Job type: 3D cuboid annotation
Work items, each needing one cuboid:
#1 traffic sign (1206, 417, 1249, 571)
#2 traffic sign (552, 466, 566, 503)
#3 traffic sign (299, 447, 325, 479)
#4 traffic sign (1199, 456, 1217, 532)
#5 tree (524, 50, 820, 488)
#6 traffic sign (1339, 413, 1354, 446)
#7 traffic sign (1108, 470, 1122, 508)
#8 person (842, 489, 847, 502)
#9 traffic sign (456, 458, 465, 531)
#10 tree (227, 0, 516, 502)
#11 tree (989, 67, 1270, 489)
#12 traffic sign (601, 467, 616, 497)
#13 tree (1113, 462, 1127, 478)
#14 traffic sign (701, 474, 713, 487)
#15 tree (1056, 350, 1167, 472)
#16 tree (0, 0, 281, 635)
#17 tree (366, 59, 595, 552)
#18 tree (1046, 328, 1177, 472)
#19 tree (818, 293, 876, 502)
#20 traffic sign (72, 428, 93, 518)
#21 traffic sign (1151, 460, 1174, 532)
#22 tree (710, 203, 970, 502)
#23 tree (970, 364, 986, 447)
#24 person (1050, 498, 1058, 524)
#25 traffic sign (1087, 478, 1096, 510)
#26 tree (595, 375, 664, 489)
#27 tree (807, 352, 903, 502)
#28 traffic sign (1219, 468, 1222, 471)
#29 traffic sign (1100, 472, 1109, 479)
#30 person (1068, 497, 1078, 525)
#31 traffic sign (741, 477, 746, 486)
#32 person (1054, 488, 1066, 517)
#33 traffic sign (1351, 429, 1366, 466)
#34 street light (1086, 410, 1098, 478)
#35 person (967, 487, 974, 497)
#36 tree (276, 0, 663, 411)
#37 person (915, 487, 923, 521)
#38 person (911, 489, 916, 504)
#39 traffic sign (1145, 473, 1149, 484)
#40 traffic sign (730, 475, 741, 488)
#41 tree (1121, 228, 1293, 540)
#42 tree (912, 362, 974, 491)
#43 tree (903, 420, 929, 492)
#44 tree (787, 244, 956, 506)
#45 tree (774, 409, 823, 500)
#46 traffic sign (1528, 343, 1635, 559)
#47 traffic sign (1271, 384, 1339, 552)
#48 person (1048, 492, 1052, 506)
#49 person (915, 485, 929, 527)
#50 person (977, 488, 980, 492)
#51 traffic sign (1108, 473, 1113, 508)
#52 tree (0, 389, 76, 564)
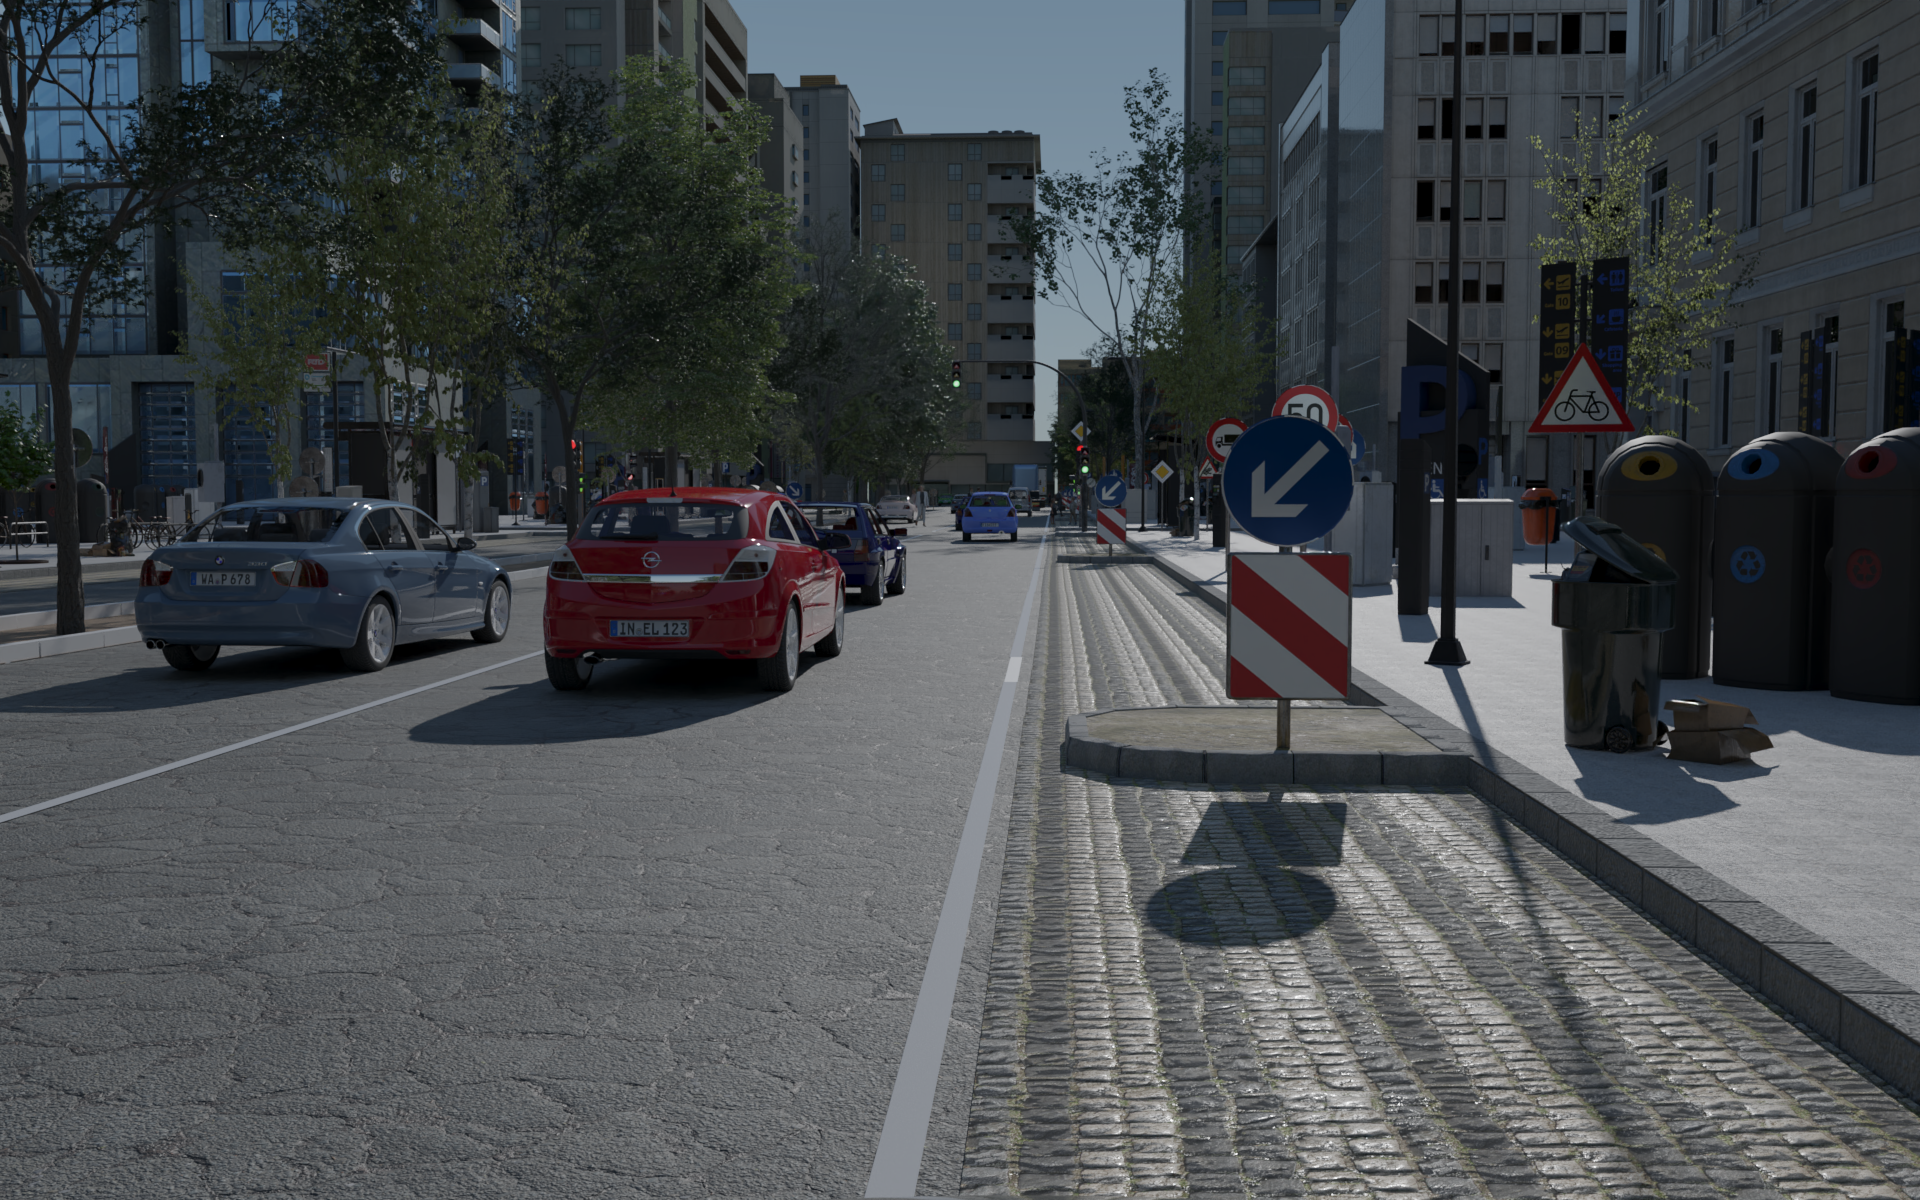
[{"bbox_3d":[4.470,-1.758,28.857,0.768,2.556,0.104,0,4,5],"label":"traffic sign"},{"bbox_3d":[-17.969,-4.754,77.839,0.768,2.556,0.104,0,4,5],"label":"traffic sign"},{"bbox_3d":[-17.493,-2.854,46.762,0.768,2.556,0.104,1,4,10],"label":"traffic sign"},{"bbox_3d":[8.401,-3.596,58.801,0.884,2.594,0.081,1,4,10],"label":"traffic sign"},{"bbox_3d":[-7.555,-7.605,44.927,7.486,12.596,7.792,0,3,0],"label":"tree"},{"bbox_3d":[5.638,-1.620,26.594,0.768,2.556,0.104,1,4,12],"label":"traffic sign"},{"bbox_3d":[8.039,-5.487,89.821,0.768,2.556,0.104,1,4,11],"label":"traffic sign"},{"bbox_3d":[-8.020,-6.814,120.459,0.362,1.759,0.519,0,4,7],"label":"person"},{"bbox_3d":[-17.495,-3.682,60.309,0.768,2.556,0.104,0,4,4],"label":"traffic sign"},{"bbox_3d":[-7.900,-4.347,23.892,4.737,8.622,4.395,0,3,0],"label":"tree"},{"bbox_3d":[7.692,-13.695,79.803,12.611,20.169,13.585,0,3,0],"label":"tree"},{"bbox_3d":[-16.305,-4.906,80.315,0.768,2.556,0.104,1,4,12],"label":"traffic sign"},{"bbox_3d":[9.536,-6.716,104.400,1.663,3.219,1.824,0,3,0],"label":"tree"},{"bbox_3d":[-15.796,-6.597,107.975,0.768,2.556,0.104,0,4,7],"label":"traffic sign"},{"bbox_3d":[9.859,-10.855,111.896,7.601,10.594,8.767,-1,4,-9],"label":"tree"},{"bbox_3d":[-8.990,-4.939,17.625,8.767,10.594,7.601,0,4,3],"label":"tree"},{"bbox_3d":[-8.367,-4.690,29.504,4.360,8.622,3.978,0,3,0],"label":"tree"},{"bbox_3d":[10.977,-13.304,127.884,12.009,13.543,11.850,0,3,0],"label":"tree"},{"bbox_3d":[-7.267,-7.079,52.612,8.767,10.594,7.601,0,4,3],"label":"tree"},{"bbox_3d":[-17.063,-2.035,33.381,0.768,2.556,0.104,1,4,10],"label":"traffic sign"},{"bbox_3d":[6.890,-3.537,59.023,0.795,2.450,0.064,0,4,6],"label":"traffic sign"},{"bbox_3d":[-5.925,-9.792,72.932,12.009,13.543,11.850,0,3,0],"label":"tree"},{"bbox_3d":[-3.306,-12.476,116.807,12.009,13.543,11.850,0,3,0],"label":"tree"},{"bbox_3d":[4.412,-4.175,81.430,0.362,1.253,0.373,-3,5,-44],"label":"person"},{"bbox_3d":[10.329,-8.346,136.568,0.768,2.556,0.104,1,4,12],"label":"traffic sign"},{"bbox_3d":[-14.785,-7.742,76.941,4.737,8.622,4.395,0,3,0],"label":"tree"},{"bbox_3d":[-5.205,-7.884,81.715,4.737,8.622,4.395,0,3,0],"label":"tree"},{"bbox_3d":[10.325,-3.976,67.134,0.606,2.300,0.079,0,4,4],"label":"traffic sign"},{"bbox_3d":[8.381,-6.047,98.970,0.768,2.556,0.104,1,4,12],"label":"traffic sign"},{"bbox_3d":[5.262,-4.140,80.460,0.475,1.303,0.640,2,4,32],"label":"person"},{"bbox_3d":[-15.357,-7.619,124.684,0.768,2.556,0.104,0,4,4],"label":"traffic sign"},{"bbox_3d":[6.273,-6.193,109.718,0.822,1.834,0.622,0,4,7],"label":"person"},{"bbox_3d":[7.336,-2.015,33.059,0.768,2.556,0.104,1,4,11],"label":"traffic sign"},{"bbox_3d":[7.616,-7.531,95.666,1.470,5.913,1.316,0,4,3],"label":"street light"},{"bbox_3d":[0.778,-6.224,110.043,0.659,1.850,0.755,-1,4,-16],"label":"person"},{"bbox_3d":[-7.872,-6.032,35.496,8.767,10.594,7.601,0,4,3],"label":"tree"},{"bbox_3d":[-2.143,-5.151,92.695,0.573,1.828,0.580,-1,4,-14],"label":"person"},{"bbox_3d":[-2.530,-5.383,97.183,0.598,1.740,0.731,-3,5,-41],"label":"person"},{"bbox_3d":[10.345,-6.016,98.468,0.768,2.556,0.104,1,4,9],"label":"traffic sign"},{"bbox_3d":[-14.774,-6.960,113.902,0.768,2.556,0.104,1,4,8],"label":"traffic sign"},{"bbox_3d":[6.725,-5.970,47.975,4.737,8.622,4.395,0,3,0],"label":"tree"},{"bbox_3d":[-2.751,-12.283,129.042,9.928,11.665,9.643,0,3,0],"label":"tree"},{"bbox_3d":[-3.758,-9.445,107.249,4.737,8.622,4.395,0,3,0],"label":"tree"},{"bbox_3d":[-5.027,-10.998,88.936,9.857,13.997,8.962,0,3,0],"label":"tree"},{"bbox_3d":[-12.112,-10.968,129.694,4.360,8.622,3.978,0,3,0],"label":"tree"},{"bbox_3d":[5.360,-0.917,14.994,0.884,2.594,0.081,1,4,9],"label":"traffic sign"},{"bbox_3d":[4.012,-1.229,20.204,0.768,2.556,0.104,1,4,10],"label":"traffic sign"},{"bbox_3d":[10.540,-11.801,202.907,0.415,1.643,0.593,1,4,10],"label":"person"},{"bbox_3d":[-1.703,-4.151,76.248,0.514,1.842,0.818,-2,4,-27],"label":"person"},{"bbox_3d":[1.120,-6.031,107.063,0.822,1.834,0.622,-3,5,-41],"label":"person"},{"bbox_3d":[8.498,-5.894,96.480,0.768,2.556,0.104,0,4,7],"label":"traffic sign"},{"bbox_3d":[-17.576,-2.287,32.000,1.663,3.219,1.824,0,3,0],"label":"tree"}]
